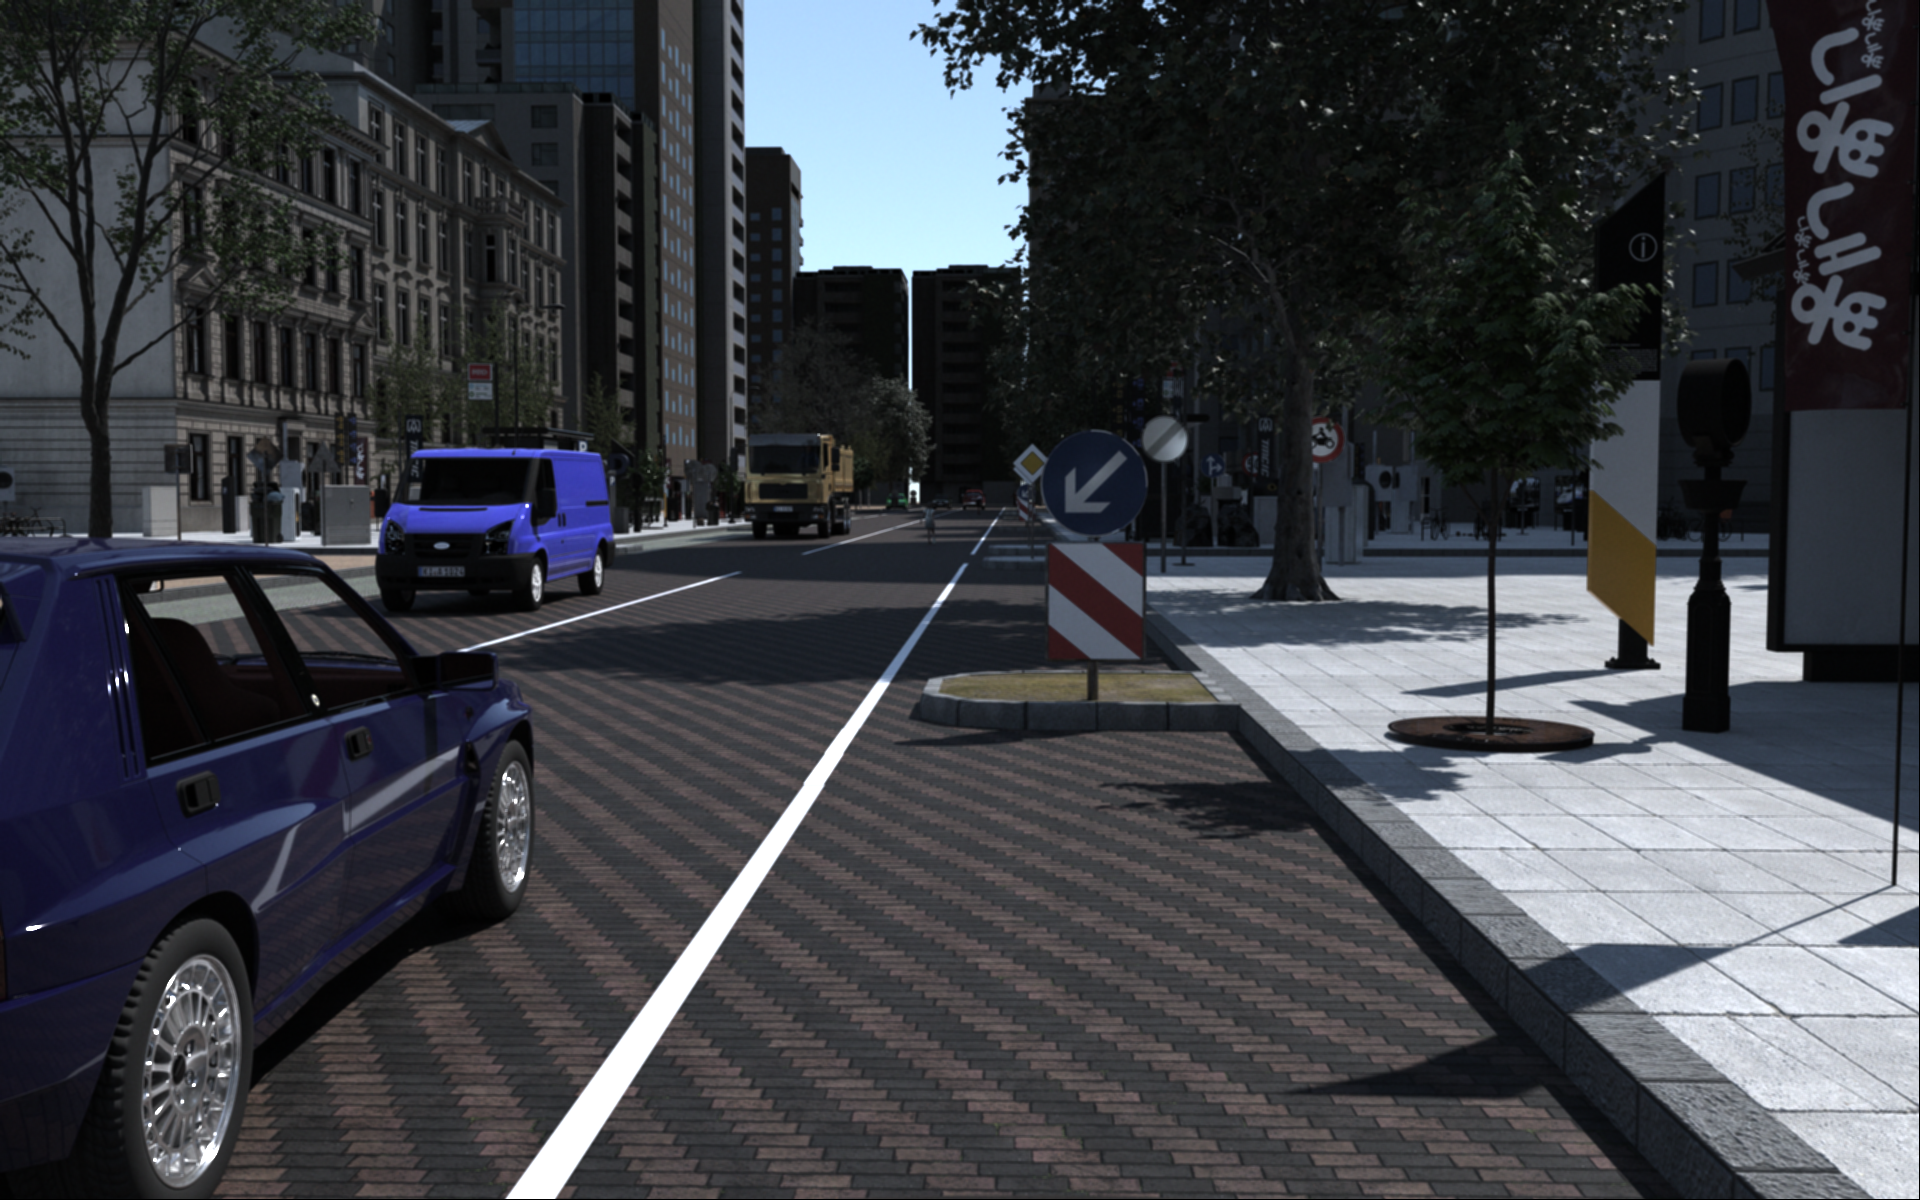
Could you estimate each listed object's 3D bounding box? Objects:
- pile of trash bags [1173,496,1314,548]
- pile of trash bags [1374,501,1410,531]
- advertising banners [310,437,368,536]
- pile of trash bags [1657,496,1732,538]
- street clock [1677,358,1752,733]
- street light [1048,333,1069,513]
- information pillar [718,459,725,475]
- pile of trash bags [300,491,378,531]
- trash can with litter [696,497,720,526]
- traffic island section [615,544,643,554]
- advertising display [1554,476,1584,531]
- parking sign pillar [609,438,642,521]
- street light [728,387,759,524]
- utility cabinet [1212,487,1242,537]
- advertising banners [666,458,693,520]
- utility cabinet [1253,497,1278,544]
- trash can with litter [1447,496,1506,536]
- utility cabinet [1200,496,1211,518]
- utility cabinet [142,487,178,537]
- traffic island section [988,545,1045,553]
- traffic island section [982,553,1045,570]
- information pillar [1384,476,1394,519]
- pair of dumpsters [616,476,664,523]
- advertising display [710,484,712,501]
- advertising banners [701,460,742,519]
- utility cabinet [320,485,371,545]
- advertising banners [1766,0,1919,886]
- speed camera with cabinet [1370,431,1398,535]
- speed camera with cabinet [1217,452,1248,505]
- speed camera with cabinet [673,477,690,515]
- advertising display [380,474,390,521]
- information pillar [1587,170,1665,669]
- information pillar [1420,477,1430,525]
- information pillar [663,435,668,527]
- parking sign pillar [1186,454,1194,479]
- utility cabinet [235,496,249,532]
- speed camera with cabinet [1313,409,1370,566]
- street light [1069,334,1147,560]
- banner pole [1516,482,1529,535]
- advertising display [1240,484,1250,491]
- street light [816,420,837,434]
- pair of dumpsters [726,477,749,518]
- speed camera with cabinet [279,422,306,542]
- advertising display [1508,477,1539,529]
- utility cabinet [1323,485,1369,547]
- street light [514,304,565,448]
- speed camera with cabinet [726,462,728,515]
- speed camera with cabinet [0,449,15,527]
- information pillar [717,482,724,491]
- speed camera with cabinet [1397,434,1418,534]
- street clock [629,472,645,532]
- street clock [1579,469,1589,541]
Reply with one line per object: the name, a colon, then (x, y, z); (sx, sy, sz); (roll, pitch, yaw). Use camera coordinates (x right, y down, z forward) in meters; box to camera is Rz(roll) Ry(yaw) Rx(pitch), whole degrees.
pile of trash bags: (6.899, -1.987, 42.243); (3.447, 1.369, 1.912); (1, 4, 10)
pile of trash bags: (14.930, -3.161, 61.438); (1.912, 1.369, 3.447); (0, 4, 6)
advertising banners: (-19.089, -3.493, 53.306); (2.074, 3.025, 0.090); (1, 4, 16)
pile of trash bags: (21.097, -2.543, 51.330); (3.447, 1.369, 1.912); (2, 4, 31)
street clock: (4.052, -0.292, 9.346); (0.358, 2.002, 0.471); (3, 5, 43)
street light: (3.362, -4.736, 49.978); (1.470, 5.913, 1.316); (0, 4, 2)
information pillar: (-15.924, -7.609, 115.755); (0.504, 3.616, 0.183); (-3, 5, -44)
pile of trash bags: (-21.400, -3.068, 59.910); (3.447, 1.369, 1.912); (2, 4, 25)
trash can with litter: (-10.251, -3.593, 70.133); (1.055, 1.170, 0.624); (0, 4, 4)
traffic island section: (-8.987, -1.241, 42.564); (2.009, 0.180, 2.903); (0, 4, 2)
advertising display: (21.252, -3.377, 60.434); (0.974, 1.923, 0.123); (1, 4, 14)
parking sign pillar: (-16.231, -5.791, 83.158); (1.447, 3.967, 1.447); (2, 4, 24)
street light: (-9.394, -6.283, 75.263); (1.470, 5.913, 1.316); (0, 4, 2)
utility cabinet: (7.886, -2.596, 51.130); (0.318, 1.500, 1.173); (-1, 4, -21)
advertising banners: (-13.876, -5.452, 85.332); (0.090, 3.025, 2.074); (2, 4, 33)
utility cabinet: (8.027, -2.028, 44.319); (1.020, 1.237, 0.306); (-1, 4, -20)
trash can with litter: (15.777, -2.559, 52.899); (2.233, 1.210, 1.678); (-1, 4, -14)
utility cabinet: (8.424, -2.878, 58.210); (0.306, 1.237, 1.020); (-1, 4, -16)
utility cabinet: (-23.996, -2.645, 51.925); (0.318, 1.500, 1.173); (1, 4, 13)
traffic island section: (1.699, -1.220, 42.227); (2.009, 0.180, 2.903); (0, 4, 2)
traffic island section: (1.451, -0.732, 34.246); (2.009, 0.180, 2.903); (0, 4, 2)
information pillar: (17.348, -4.010, 70.051); (0.304, 2.012, 0.304); (-3, 5, -43)
pair of dumpsters: (-14.275, -4.548, 76.857); (1.574, 2.255, 4.437); (0, 4, 2)
advertising display: (-15.552, -6.270, 107.734); (0.123, 1.923, 0.974); (0, 4, 1)
advertising banners: (-12.276, -5.690, 89.221); (2.074, 3.025, 0.090); (-1, 4, -14)
utility cabinet: (-15.361, -2.119, 43.318); (0.318, 1.500, 1.173); (3, 5, 44)
advertising banners: (3.576, -0.572, 5.548); (2.074, 3.025, 0.090); (0, 4, 5)
speed camera with cabinet: (12.521, -3.632, 53.727); (2.038, 3.252, 0.660); (-2, 4, -34)
speed camera with cabinet: (13.164, -5.348, 81.776); (2.038, 3.252, 0.660); (0, 4, 4)
speed camera with cabinet: (-17.197, -6.888, 106.953); (0.660, 3.252, 2.038); (-1, 4, -23)
advertising display: (-18.347, -3.063, 55.291); (0.123, 1.923, 0.974); (-2, 4, -27)
information pillar: (4.873, -1.303, 12.656); (0.504, 3.616, 0.183); (0, 4, 1)
information pillar: (19.617, -4.191, 73.010); (0.304, 2.012, 0.304); (0, 4, -8)
information pillar: (-11.574, -4.685, 67.949); (0.183, 3.616, 0.504); (-1, 4, -8)
parking sign pillar: (15.395, -7.843, 116.708); (1.447, 3.967, 1.447); (0, 4, -6)
utility cabinet: (-24.698, -2.948, 59.355); (0.306, 1.237, 1.020); (0, 4, -6)
speed camera with cabinet: (6.925, -2.277, 31.573); (0.660, 3.252, 2.038); (1, 4, 21)
street light: (2.942, -3.744, 33.752); (1.470, 5.913, 1.316); (0, 4, 2)
banner pole: (17.752, -3.943, 54.478); (0.401, 3.779, 0.863); (1, 4, 12)
advertising display: (18.274, -6.436, 110.443); (0.974, 1.923, 0.123); (3, 5, 44)
street light: (-8.382, -8.285, 108.007); (1.470, 5.913, 1.316); (0, 4, 2)
pair of dumpsters: (-11.822, -5.609, 94.200); (1.574, 2.255, 4.437); (0, 4, 2)
speed camera with cabinet: (-18.276, -3.233, 47.198); (0.660, 3.252, 2.038); (-1, 4, -12)
advertising display: (20.786, -3.599, 64.062); (0.974, 1.923, 0.123); (0, 4, 5)
utility cabinet: (9.285, -2.036, 41.973); (1.173, 1.500, 0.318); (2, 4, 34)
street light: (-10.348, -4.280, 42.517); (1.470, 5.913, 1.316); (0, 4, 2)
speed camera with cabinet: (-13.775, -6.953, 108.015); (2.038, 3.252, 0.660); (1, 4, 18)
speed camera with cabinet: (-31.700, -3.764, 55.883); (2.038, 3.252, 0.660); (-3, 5, -42)
information pillar: (-12.582, -5.303, 91.193); (0.304, 2.012, 0.304); (2, 4, 33)
speed camera with cabinet: (14.215, -3.758, 55.786); (0.660, 3.252, 2.038); (0, 4, 2)
street clock: (-10.838, -3.275, 58.110); (0.471, 2.002, 0.358); (1, 4, 10)
street clock: (17.228, -2.626, 47.502); (0.471, 2.002, 0.358); (2, 4, 25)
